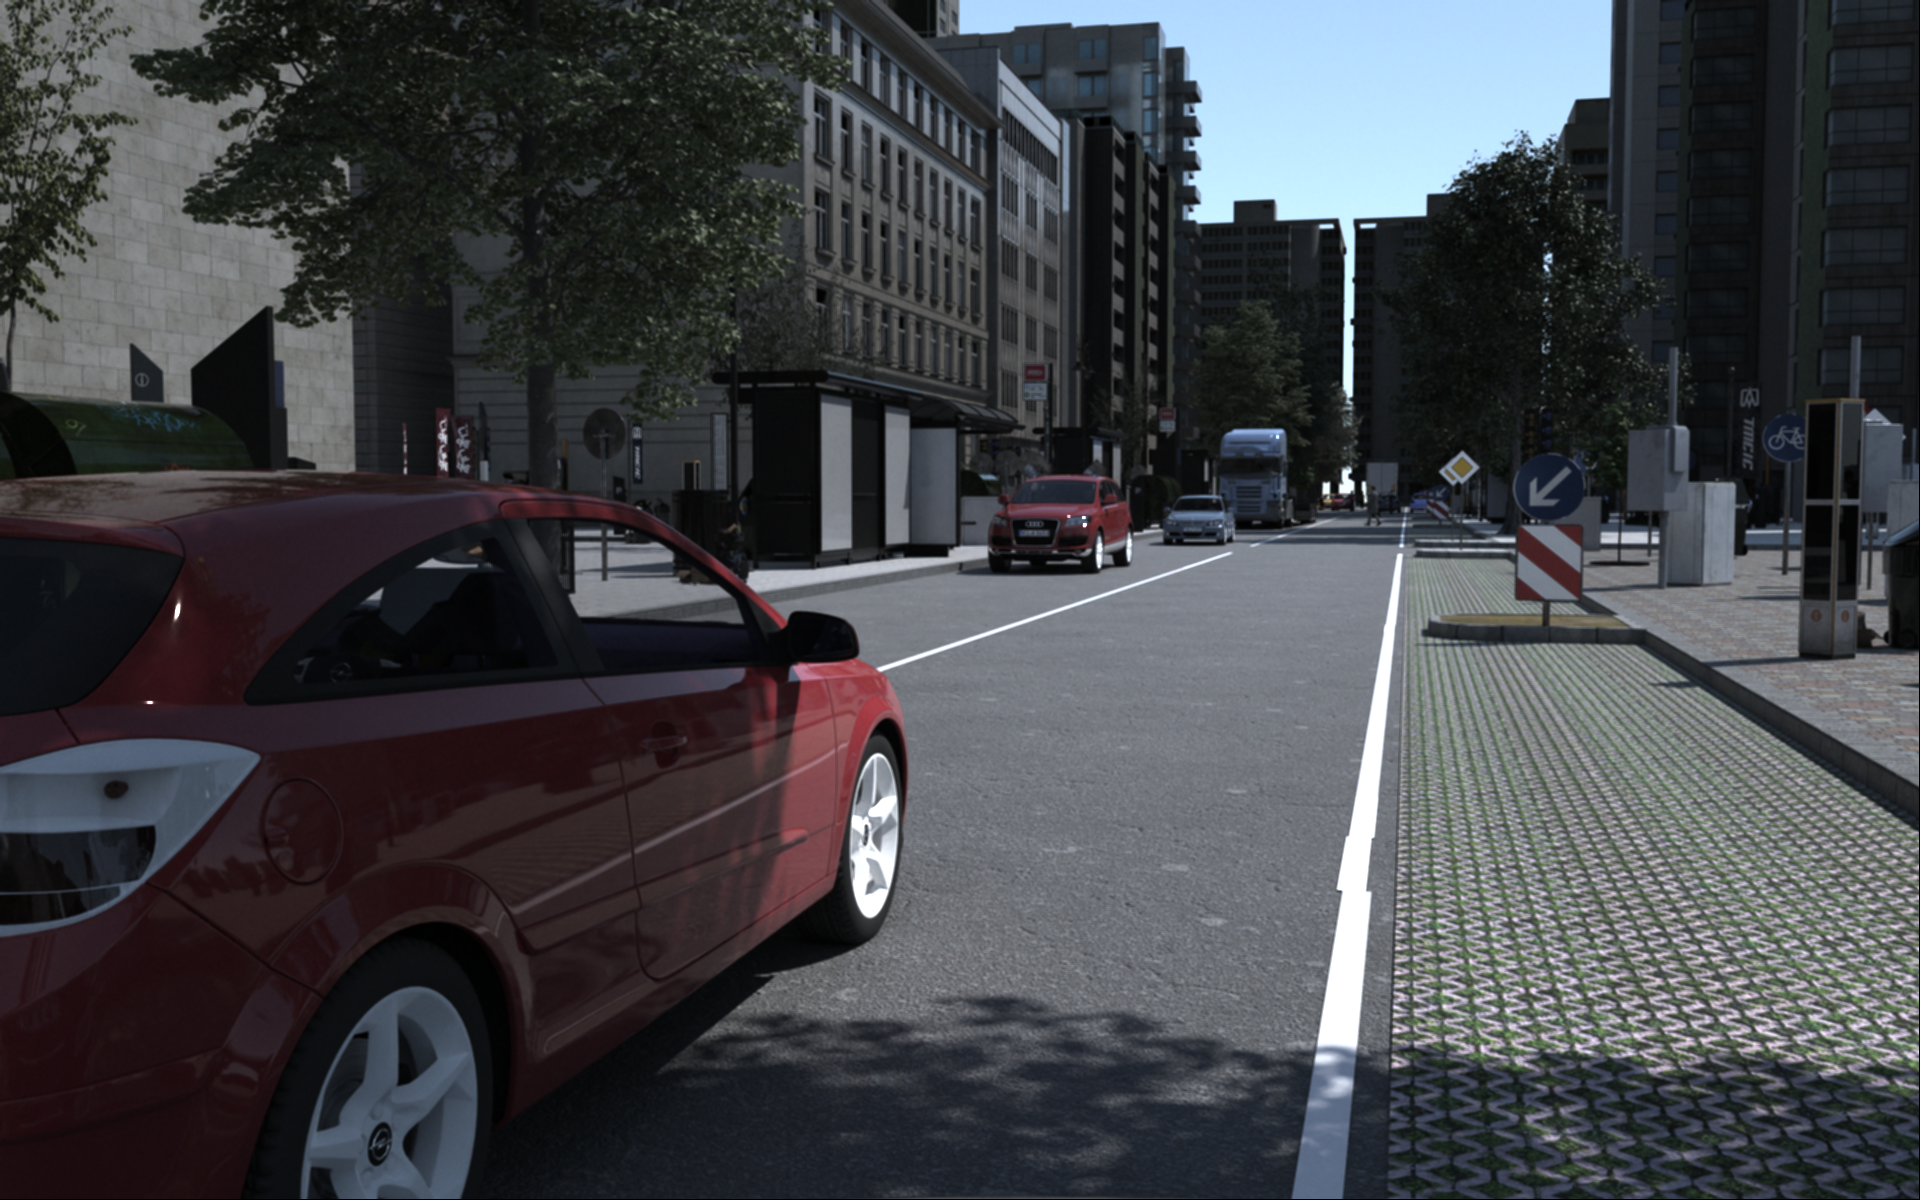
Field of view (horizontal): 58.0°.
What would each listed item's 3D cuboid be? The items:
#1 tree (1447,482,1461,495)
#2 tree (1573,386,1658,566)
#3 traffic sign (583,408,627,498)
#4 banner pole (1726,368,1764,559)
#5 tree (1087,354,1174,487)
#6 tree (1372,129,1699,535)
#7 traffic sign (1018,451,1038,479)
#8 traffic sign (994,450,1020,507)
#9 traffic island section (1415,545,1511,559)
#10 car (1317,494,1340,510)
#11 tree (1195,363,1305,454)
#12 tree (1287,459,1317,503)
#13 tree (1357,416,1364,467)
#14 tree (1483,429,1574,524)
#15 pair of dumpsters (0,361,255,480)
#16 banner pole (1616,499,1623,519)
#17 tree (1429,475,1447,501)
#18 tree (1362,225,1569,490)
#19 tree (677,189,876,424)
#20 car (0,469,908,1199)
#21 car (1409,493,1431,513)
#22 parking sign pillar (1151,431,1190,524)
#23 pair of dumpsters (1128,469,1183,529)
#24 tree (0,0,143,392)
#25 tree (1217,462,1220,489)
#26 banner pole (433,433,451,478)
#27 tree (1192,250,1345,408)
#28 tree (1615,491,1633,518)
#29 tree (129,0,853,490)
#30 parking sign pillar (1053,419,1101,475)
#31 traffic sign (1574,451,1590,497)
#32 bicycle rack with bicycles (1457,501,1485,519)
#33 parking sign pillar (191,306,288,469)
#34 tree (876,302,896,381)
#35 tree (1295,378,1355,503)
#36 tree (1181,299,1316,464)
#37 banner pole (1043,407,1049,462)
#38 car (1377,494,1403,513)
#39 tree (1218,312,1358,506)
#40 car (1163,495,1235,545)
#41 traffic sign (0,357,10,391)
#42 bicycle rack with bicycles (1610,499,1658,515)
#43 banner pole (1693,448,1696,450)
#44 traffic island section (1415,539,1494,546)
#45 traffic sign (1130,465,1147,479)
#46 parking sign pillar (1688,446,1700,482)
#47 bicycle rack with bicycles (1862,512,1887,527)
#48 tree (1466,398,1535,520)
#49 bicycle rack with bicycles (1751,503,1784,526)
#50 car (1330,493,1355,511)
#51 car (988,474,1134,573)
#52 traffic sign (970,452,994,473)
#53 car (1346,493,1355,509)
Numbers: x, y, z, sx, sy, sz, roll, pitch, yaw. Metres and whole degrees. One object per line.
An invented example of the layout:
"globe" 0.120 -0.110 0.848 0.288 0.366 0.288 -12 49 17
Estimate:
"tree" 41.647 -9.141 144.058 1.663 3.219 1.824 0 3 0
"tree" 11.876 -2.251 31.409 1.663 3.219 1.824 0 3 0
"traffic sign" -5.264 -1.558 25.586 0.768 2.556 0.104 2 4 24
"banner pole" 15.400 -2.701 34.184 0.401 3.779 0.863 -3 4 -37
"tree" 8.929 -8.566 90.424 4.360 8.622 3.978 0 3 0
"tree" 17.726 -8.433 54.894 9.611 12.733 9.660 0 3 0
"traffic sign" 2.034 -3.104 50.850 0.768 2.556 0.104 1 4 19
"traffic sign" 1.346 -3.059 50.125 0.768 2.556 0.104 1 4 20
"traffic island section" 11.462 -1.058 39.572 2.009 0.180 2.903 1 4 14
"car" 32.505 -8.702 152.503 2.015 1.641 3.980 1 4 16
"tree" 18.618 -10.779 110.643 7.601 10.594 8.767 -1 4 -20
"tree" 31.252 -10.742 159.352 4.285 4.588 4.351 0 3 0
"tree" 39.659 -17.347 190.272 9.857 13.997 8.962 0 3 0
"tree" 20.854 -4.901 63.841 4.285 4.588 4.351 0 3 0
"pair of dumpsters" -6.689 -0.551 11.510 1.574 2.255 4.437 1 4 14
"banner pole" 34.729 -6.157 90.677 0.863 3.779 0.401 -3 5 -45
"tree" 50.237 -11.955 179.181 4.285 4.588 4.351 0 3 0
"tree" 30.810 -15.247 105.185 12.611 20.169 13.585 0 3 0
"tree" -4.755 -5.585 41.676 4.360 8.622 3.978 0 3 0
"car" -1.437 0.278 4.496 2.155 1.783 4.494 1 4 14
"car" 35.004 -7.445 131.319 1.945 1.707 3.694 1 4 15
"parking sign pillar" 8.863 -5.243 74.202 1.447 3.967 1.447 -3 5 -41
"pair of dumpsters" 7.307 -3.812 64.825 1.574 2.255 4.437 1 4 15
"tree" -12.693 -4.400 22.309 4.737 8.622 4.395 0 3 0
"tree" 14.302 -5.978 92.344 1.663 3.219 1.824 0 3 0
"banner pole" -21.144 -4.931 70.633 0.863 3.779 0.401 0 4 -7
"tree" 24.081 -17.206 137.215 12.611 20.169 13.585 0 3 0
"tree" 36.220 -6.711 93.432 4.285 4.588 4.351 0 3 0
"tree" -4.892 -6.179 19.162 7.486 12.596 7.792 0 3 0
"parking sign pillar" 4.354 -4.493 61.932 1.447 3.967 1.447 -1 4 -19
"traffic sign" 17.039 -2.865 46.954 0.768 2.556 0.104 1 4 22
"bicycle rack with bicycles" 27.278 -4.694 90.132 2.925 0.926 2.852 0 4 -1
"parking sign pillar" -10.477 -2.247 25.217 1.447 3.967 1.447 1 4 14
"tree" -4.268 -6.286 53.143 4.360 8.622 3.978 0 3 0
"tree" 35.495 -16.361 177.876 12.009 13.543 11.850 0 3 0
"tree" 16.797 -11.173 100.804 7.486 12.596 7.792 0 3 0
"banner pole" 2.495 -3.663 49.910 0.401 3.779 0.863 0 4 -7
"car" 33.029 -7.415 133.240 2.014 1.417 4.499 1 4 15
"tree" 22.032 -13.216 122.743 9.857 13.997 8.962 0 3 0
"car" 6.945 -2.327 50.054 2.014 1.417 4.499 1 4 14
"traffic sign" -8.245 -0.879 14.478 0.768 2.556 0.104 1 4 20
"bicycle rack with bicycles" 44.222 -6.185 114.508 2.852 0.926 2.925 0 4 0
"banner pole" 34.787 -5.657 82.513 0.401 3.779 0.863 -1 4 -13
"traffic island section" 13.464 -1.530 47.303 2.009 0.180 2.903 1 4 14
"traffic sign" 7.828 -4.641 75.981 0.768 2.556 0.104 1 4 16
"parking sign pillar" 30.826 -5.226 73.915 1.447 3.967 1.447 0 4 4
"bicycle rack with bicycles" 34.776 -3.321 67.687 2.925 0.926 2.852 -2 4 -27
"tree" 25.656 -8.201 84.455 4.737 8.622 4.395 0 3 0
"bicycle rack with bicycles" 32.167 -3.495 70.517 2.925 0.926 2.852 0 4 -5
"car" 32.321 -8.396 146.314 2.155 1.783 4.494 1 4 14
"car" 2.000 -1.495 33.113 2.281 1.827 5.304 1 4 15
"traffic sign" 0.641 -3.222 52.779 0.768 2.556 0.104 1 4 15
"car" 36.621 -9.484 164.651 1.945 1.707 3.694 1 4 16
